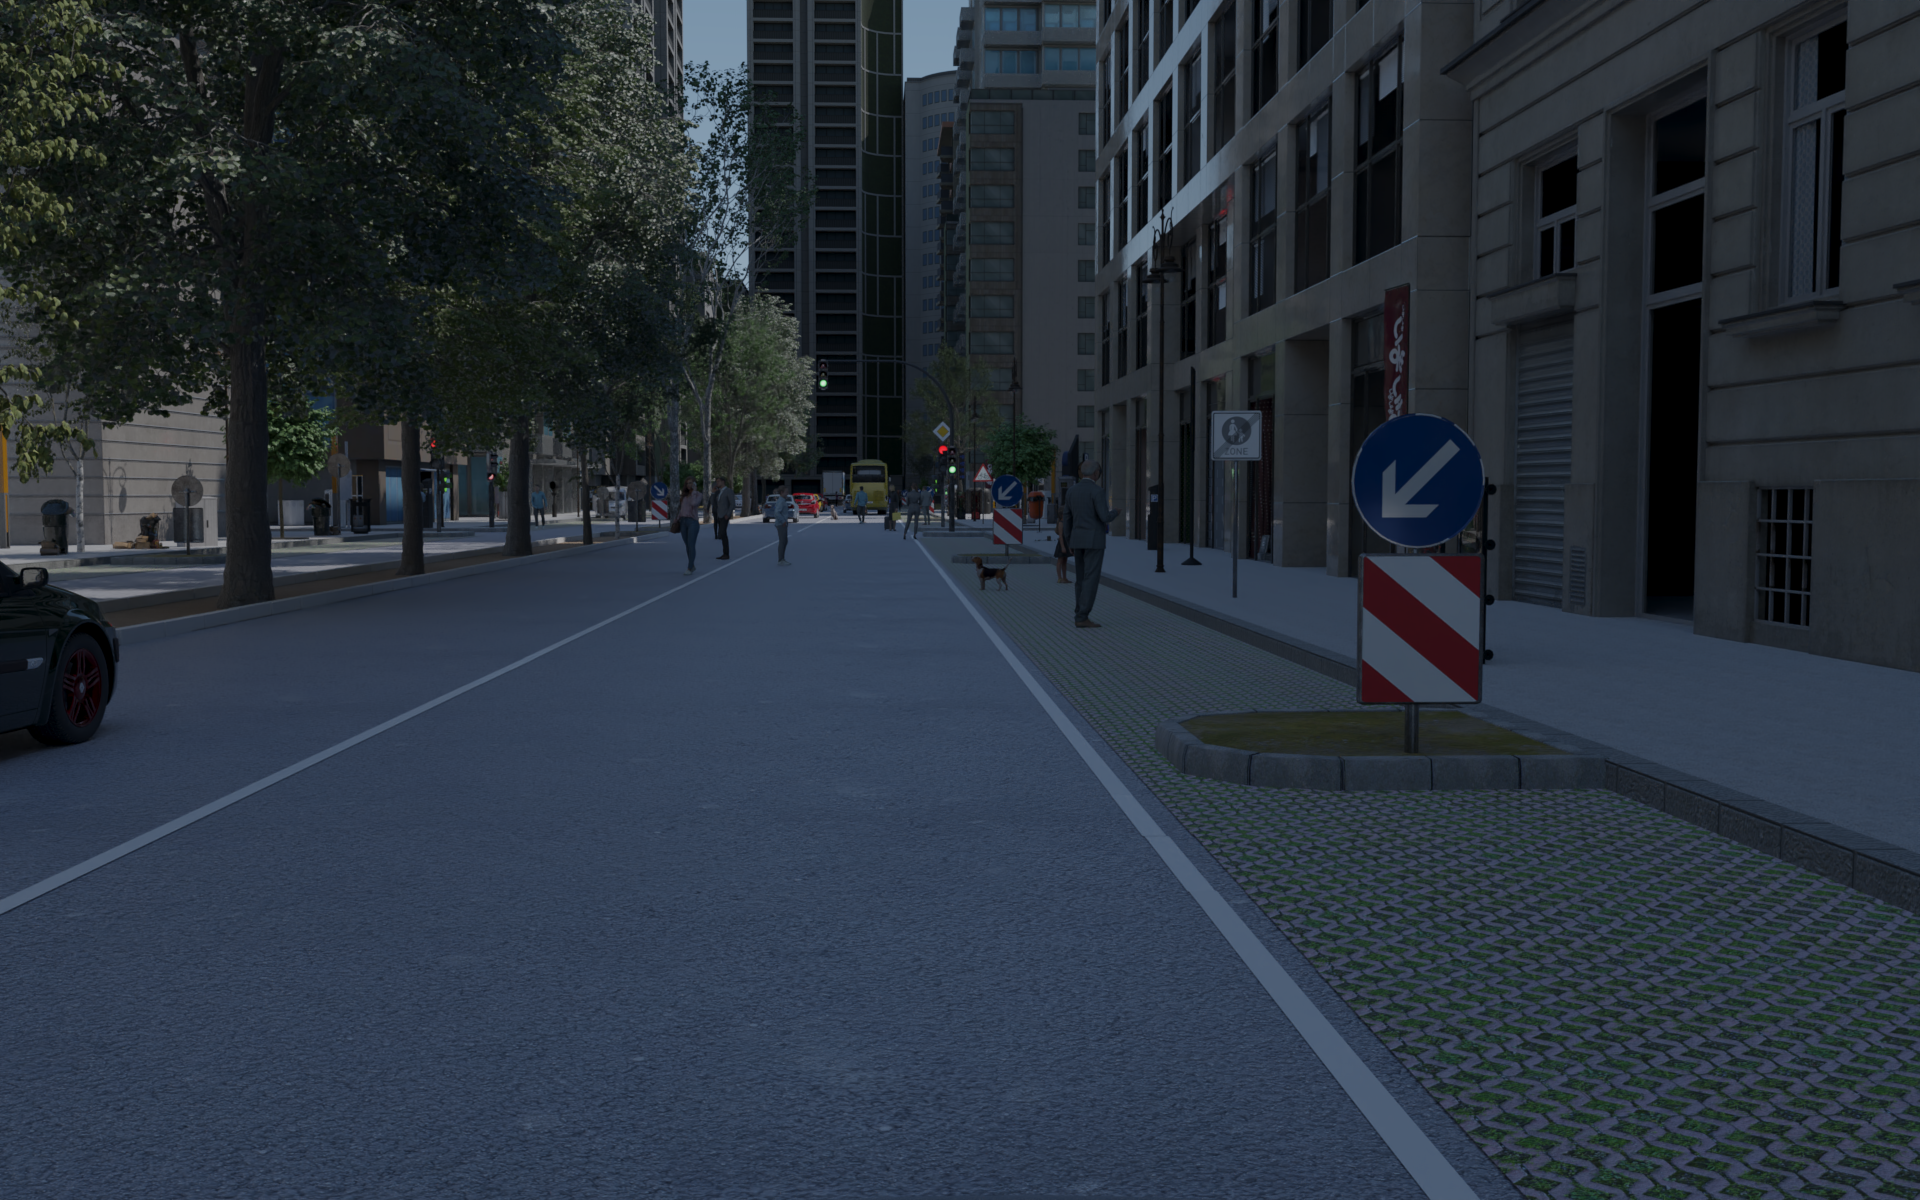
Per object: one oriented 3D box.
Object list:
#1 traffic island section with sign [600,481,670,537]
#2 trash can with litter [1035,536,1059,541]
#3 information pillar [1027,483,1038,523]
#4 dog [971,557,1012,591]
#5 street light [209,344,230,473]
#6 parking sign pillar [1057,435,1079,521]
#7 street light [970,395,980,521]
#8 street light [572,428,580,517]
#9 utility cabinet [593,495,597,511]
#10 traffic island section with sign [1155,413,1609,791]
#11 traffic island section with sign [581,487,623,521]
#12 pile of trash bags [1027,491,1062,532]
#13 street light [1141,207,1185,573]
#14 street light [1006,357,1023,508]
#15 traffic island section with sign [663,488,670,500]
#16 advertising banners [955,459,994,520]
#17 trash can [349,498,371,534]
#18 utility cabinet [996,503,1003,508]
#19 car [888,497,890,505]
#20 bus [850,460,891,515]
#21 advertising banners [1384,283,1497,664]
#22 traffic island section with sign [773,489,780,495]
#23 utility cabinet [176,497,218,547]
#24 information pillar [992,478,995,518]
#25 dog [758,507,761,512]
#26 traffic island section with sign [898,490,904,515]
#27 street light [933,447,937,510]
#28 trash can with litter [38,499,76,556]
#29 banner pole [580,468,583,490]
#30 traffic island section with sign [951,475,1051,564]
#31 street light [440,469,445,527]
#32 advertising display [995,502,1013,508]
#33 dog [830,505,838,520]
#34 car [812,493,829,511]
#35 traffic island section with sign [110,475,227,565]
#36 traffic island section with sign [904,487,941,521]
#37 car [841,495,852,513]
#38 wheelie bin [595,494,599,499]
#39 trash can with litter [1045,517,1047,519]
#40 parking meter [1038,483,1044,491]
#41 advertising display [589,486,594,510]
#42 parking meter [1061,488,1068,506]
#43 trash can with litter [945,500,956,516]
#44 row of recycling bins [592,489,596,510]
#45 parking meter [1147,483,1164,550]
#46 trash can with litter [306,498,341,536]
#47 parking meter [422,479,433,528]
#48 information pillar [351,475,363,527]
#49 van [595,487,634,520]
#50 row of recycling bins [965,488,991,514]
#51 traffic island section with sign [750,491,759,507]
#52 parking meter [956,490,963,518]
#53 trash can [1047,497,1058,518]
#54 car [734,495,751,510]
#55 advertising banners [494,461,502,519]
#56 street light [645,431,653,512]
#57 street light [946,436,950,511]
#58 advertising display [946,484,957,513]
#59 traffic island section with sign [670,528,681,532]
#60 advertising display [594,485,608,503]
[{"bbox_3d":[-11.056,-3.097,58.769,2.006,1.907,1.989,0,4,-3],"label":"traffic island section with sign"},{"bbox_3d":[3.034,-2.230,47.525,2.233,1.210,1.678,-1,4,-17],"label":"trash can with litter"},{"bbox_3d":[3.116,-4.352,75.642,0.304,2.012,0.304,1,4,18],"label":"information pillar"},{"bbox_3d":[0.465,-0.387,25.621,0.540,0.507,0.406,-1,4,-13],"label":"dog"},{"bbox_3d":[-18.999,-4.410,44.894,0.468,5.910,1.993,0,4,-3],"label":"street light"},{"bbox_3d":[4.964,-5.472,77.937,1.447,3.967,1.447,1,4,20],"label":"parking sign pillar"},{"bbox_3d":[0.688,-6.623,81.074,0.468,5.910,1.993,0,4,-3],"label":"street light"},{"bbox_3d":[-21.295,-7.565,96.481,0.468,5.910,1.993,0,4,-3],"label":"street light"},{"bbox_3d":[-27.194,-7.229,129.363,0.306,1.237,1.020,0,4,0],"label":"utility cabinet"},{"bbox_3d":[2.105,-0.039,9.259,1.989,1.847,2.006,0,4,-3],"label":"traffic island section with sign"},{"bbox_3d":[-18.770,-5.038,90.995,1.989,1.847,2.006,0,4,-3],"label":"traffic island section with sign"},{"bbox_3d":[3.859,-3.001,58.818,3.447,1.369,1.912,-2,4,-24],"label":"pile of trash bags"},{"bbox_3d":[3.283,-3.390,28.220,0.468,5.910,1.993,0,4,-3],"label":"street light"},{"bbox_3d":[1.837,-5.252,58.659,0.468,5.910,1.993,0,4,-3],"label":"street light"},{"bbox_3d":[-20.107,-6.768,119.277,1.989,1.847,2.006,0,4,-3],"label":"traffic island section with sign"},{"bbox_3d":[0.765,-5.538,86.740,2.074,3.025,0.090,1,4,16],"label":"advertising banners"},{"bbox_3d":[-19.314,-2.700,55.806,0.748,1.137,0.748,0,3,0],"label":"trash can"},{"bbox_3d":[1.913,-4.497,84.685,0.306,1.237,1.020,0,4,-1],"label":"utility cabinet"},{"bbox_3d":[-7.947,-12.584,215.334,1.945,1.707,3.694,0,4,-3],"label":"car"},{"bbox_3d":[-6.385,-8.045,123.074,2.896,3.916,12.252,0,4,-2],"label":"bus"},{"bbox_3d":[3.796,-1.083,13.893,0.090,3.025,2.074,-1,4,-9],"label":"advertising banners"},{"bbox_3d":[-14.961,-8.140,141.222,2.006,1.907,1.989,0,4,-3],"label":"traffic island section with sign"},{"bbox_3d":[-18.644,-1.906,42.329,0.306,1.237,1.020,2,4,24],"label":"utility cabinet"},{"bbox_3d":[2.013,-6.283,94.087,0.504,3.616,0.183,-2,4,-34],"label":"information pillar"},{"bbox_3d":[-14.758,-6.667,128.296,0.406,0.507,0.540,1,4,10],"label":"dog"},{"bbox_3d":[-3.085,-6.737,118.777,1.989,1.847,2.006,0,4,-3],"label":"traffic island section with sign"},{"bbox_3d":[-2.085,-10.304,141.257,0.468,5.910,1.993,0,4,-3],"label":"street light"},{"bbox_3d":[-19.048,-1.536,36.500,0.624,1.170,1.055,-1,4,-18],"label":"trash can with litter"},{"bbox_3d":[-28.315,-8.479,128.650,0.401,3.779,0.863,2,4,34],"label":"banner pole"},{"bbox_3d":[0.827,-1.685,36.184,1.989,1.847,2.006,0,4,-3],"label":"traffic island section with sign"},{"bbox_3d":[-19.955,-5.738,66.600,0.468,5.910,1.993,0,4,-3],"label":"street light"},{"bbox_3d":[2.237,-5.043,87.674,0.974,1.923,0.123,0,4,3],"label":"advertising display"},{"bbox_3d":[-6.817,-4.807,95.434,0.800,0.831,0.513,-1,4,-21],"label":"dog"},{"bbox_3d":[-12.337,-8.526,148.441,2.155,1.783,4.494,0,4,-1],"label":"car"},{"bbox_3d":[-16.145,-1.661,35.791,1.989,1.847,2.006,0,4,-3],"label":"traffic island section with sign"},{"bbox_3d":[-1.816,-5.090,91.852,1.989,1.847,2.006,0,4,-3],"label":"traffic island section with sign"},{"bbox_3d":[-8.042,-7.336,131.953,2.014,1.417,4.499,0,4,-4],"label":"car"},{"bbox_3d":[-21.590,-5.921,104.708,0.980,1.594,0.693,0,4,0],"label":"wheelie bin"},{"bbox_3d":[4.653,-4.432,83.857,1.055,1.170,0.624,0,4,-5],"label":"trash can with litter"},{"bbox_3d":[4.667,-5.783,100.256,0.255,1.863,0.399,-2,4,-30],"label":"parking meter"},{"bbox_3d":[-28.971,-8.017,136.283,0.123,1.923,0.974,3,5,43],"label":"advertising display"},{"bbox_3d":[4.372,-3.864,71.590,0.372,1.533,0.369,0,3,0],"label":"parking meter"},{"bbox_3d":[-0.334,-5.446,100.426,1.055,1.170,0.624,0,4,3],"label":"trash can with litter"},{"bbox_3d":[-26.574,-7.645,132.115,3.534,1.692,1.069,2,4,28],"label":"row of recycling bins"},{"bbox_3d":[4.483,-1.912,39.674,0.372,1.533,0.369,0,3,0],"label":"parking meter"},{"bbox_3d":[-19.638,-2.575,53.486,0.624,1.170,1.055,1,4,11],"label":"trash can with litter"},{"bbox_3d":[-20.056,-3.640,65.227,0.255,1.863,0.399,1,4,12],"label":"parking meter"},{"bbox_3d":[-23.542,-3.863,67.653,0.304,2.012,0.304,2,4,26],"label":"information pillar"},{"bbox_3d":[-19.236,-5.477,96.565,2.013,2.044,4.112,0,4,-2],"label":"van"},{"bbox_3d":[1.113,-6.442,112.438,1.069,1.692,3.534,-1,4,-16],"label":"row of recycling bins"},{"bbox_3d":[-23.692,-11.411,195.200,1.989,1.847,2.006,0,4,-3],"label":"traffic island section with sign"},{"bbox_3d":[-0.030,-5.277,94.685,0.372,1.533,0.369,0,3,0],"label":"parking meter"},{"bbox_3d":[4.477,-4.308,82.094,0.748,1.137,0.748,0,3,0],"label":"trash can"},{"bbox_3d":[-19.348,-8.610,153.140,2.083,1.381,4.827,0,4,-2],"label":"car"},{"bbox_3d":[-24.244,-5.795,90.932,0.090,3.025,2.074,0,4,-1],"label":"advertising banners"},{"bbox_3d":[-22.783,-9.442,127.165,0.468,5.910,1.993,0,4,-3],"label":"street light"},{"bbox_3d":[-0.716,-8.468,111.239,0.468,5.910,1.993,0,4,-3],"label":"street light"},{"bbox_3d":[-0.546,-6.718,115.060,0.974,1.923,0.123,-3,5,-39],"label":"advertising display"},{"bbox_3d":[-11.397,-3.549,66.168,2.006,1.907,1.989,0,4,-3],"label":"traffic island section with sign"},{"bbox_3d":[-26.552,-7.543,128.544,0.974,1.923,0.123,2,4,24],"label":"advertising display"}]
